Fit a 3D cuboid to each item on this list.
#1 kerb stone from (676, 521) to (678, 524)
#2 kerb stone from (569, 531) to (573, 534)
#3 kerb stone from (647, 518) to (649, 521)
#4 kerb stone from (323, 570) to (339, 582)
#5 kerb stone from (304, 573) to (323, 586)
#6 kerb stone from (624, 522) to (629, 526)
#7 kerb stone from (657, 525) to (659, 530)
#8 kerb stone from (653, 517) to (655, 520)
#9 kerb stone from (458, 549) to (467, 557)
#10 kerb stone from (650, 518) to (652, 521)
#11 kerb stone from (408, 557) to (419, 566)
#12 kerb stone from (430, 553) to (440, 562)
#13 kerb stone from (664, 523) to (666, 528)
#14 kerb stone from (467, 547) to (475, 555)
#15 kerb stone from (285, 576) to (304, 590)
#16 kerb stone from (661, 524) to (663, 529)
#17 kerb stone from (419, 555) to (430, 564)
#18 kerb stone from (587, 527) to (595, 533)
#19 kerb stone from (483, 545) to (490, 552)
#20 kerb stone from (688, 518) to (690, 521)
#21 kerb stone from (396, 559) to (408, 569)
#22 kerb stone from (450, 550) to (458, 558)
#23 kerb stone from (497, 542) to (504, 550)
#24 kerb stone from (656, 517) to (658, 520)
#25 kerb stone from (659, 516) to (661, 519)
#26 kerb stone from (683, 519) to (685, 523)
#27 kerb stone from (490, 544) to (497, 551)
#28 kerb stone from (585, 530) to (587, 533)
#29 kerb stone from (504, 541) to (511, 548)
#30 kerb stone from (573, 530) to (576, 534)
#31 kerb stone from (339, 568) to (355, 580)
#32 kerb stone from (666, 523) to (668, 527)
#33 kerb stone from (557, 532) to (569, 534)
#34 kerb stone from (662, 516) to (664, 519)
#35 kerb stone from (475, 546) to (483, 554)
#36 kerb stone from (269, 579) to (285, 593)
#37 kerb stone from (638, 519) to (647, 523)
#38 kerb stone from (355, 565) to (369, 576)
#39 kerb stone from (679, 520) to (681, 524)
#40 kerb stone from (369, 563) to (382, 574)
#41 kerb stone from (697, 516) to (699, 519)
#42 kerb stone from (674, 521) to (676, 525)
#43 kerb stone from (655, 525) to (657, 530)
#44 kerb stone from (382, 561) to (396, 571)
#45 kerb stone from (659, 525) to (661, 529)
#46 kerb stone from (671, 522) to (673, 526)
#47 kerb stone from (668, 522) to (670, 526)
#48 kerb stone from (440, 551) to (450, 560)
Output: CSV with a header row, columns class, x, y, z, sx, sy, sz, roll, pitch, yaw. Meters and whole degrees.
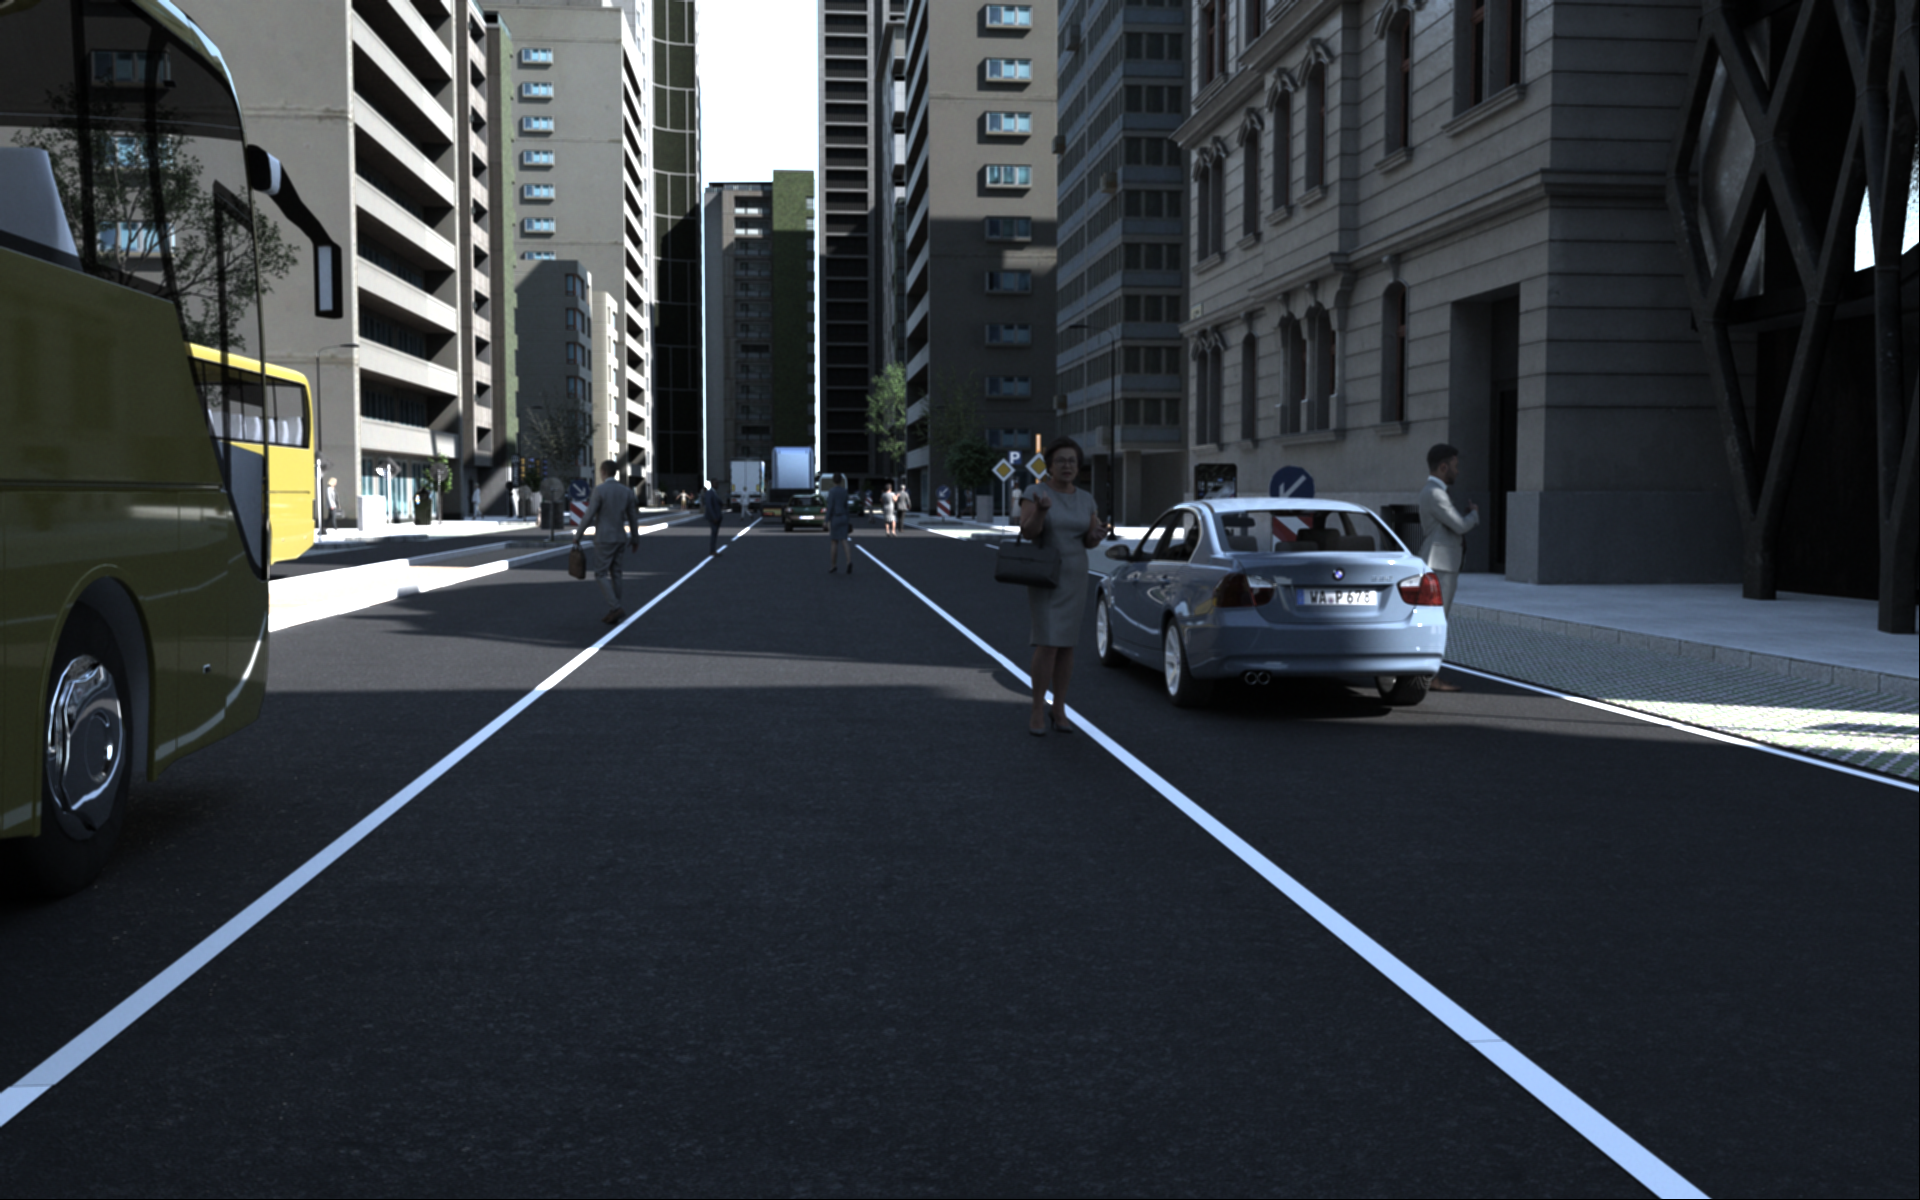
class,x,y,z,sx,sy,sz,roll,pitch,yaw
kerb stone,-13.234,-3.529,79.924,0.120,0.150,1.000,0,4,-6
kerb stone,-13.243,-2.208,58.297,0.120,0.150,1.000,0,4,-6
kerb stone,-16.218,-4.081,88.912,0.120,0.150,1.000,0,4,-6
kerb stone,-10.331,-0.361,28.148,0.120,0.150,1.000,0,4,-6
kerb stone,-10.222,-0.300,27.125,0.120,0.150,1.000,0,4,-6
kerb stone,-15.434,-3.577,80.748,0.120,0.150,1.000,0,4,-6
kerb stone,-12.143,-2.843,68.686,0.120,0.150,1.000,0,4,-6
kerb stone,-16.616,-4.330,92.995,0.120,0.150,1.000,0,4,-6
kerb stone,-11.417,-1.051,39.375,0.120,0.150,1.000,0,4,-6
kerb stone,-16.412,-4.198,90.951,0.120,0.150,1.000,0,4,-6
kerb stone,-10.927,-0.734,34.263,0.120,0.150,1.000,0,4,-6
kerb stone,-11.124,-0.863,36.309,0.120,0.150,1.000,0,4,-6
kerb stone,-12.545,-3.091,72.769,0.120,0.150,1.000,0,4,-6
kerb stone,-11.513,-1.113,40.393,0.120,0.150,1.000,0,4,-6
kerb stone,-10.128,-0.236,26.108,0.120,0.150,1.000,0,4,-6
kerb stone,-12.346,-2.968,70.723,0.120,0.150,1.000,0,4,-6
kerb stone,-11.020,-0.801,35.286,0.120,0.150,1.000,0,4,-6
kerb stone,-13.944,-2.645,65.440,0.120,0.150,1.000,0,4,-6
kerb stone,-11.715,-1.238,42.433,0.120,0.150,1.000,0,4,-6
kerb stone,-14.129,-4.093,89.110,0.120,0.150,1.000,0,4,-6
kerb stone,-10.818,-0.676,33.245,0.120,0.150,1.000,0,4,-6
kerb stone,-11.325,-0.988,38.355,0.120,0.150,1.000,0,4,-6
kerb stone,-11.915,-1.362,44.471,0.120,0.150,1.000,0,4,-6
kerb stone,-16.816,-4.456,95.047,0.120,0.150,1.000,0,4,-6
kerb stone,-17.013,-4.580,97.082,0.120,0.150,1.000,0,4,-6
kerb stone,-13.733,-3.834,85.036,0.120,0.150,1.000,0,4,-6
kerb stone,-11.818,-1.300,43.454,0.120,0.150,1.000,0,4,-6
kerb stone,-13.644,-2.458,62.384,0.120,0.150,1.000,0,4,-6
kerb stone,-12.012,-1.424,45.492,0.120,0.150,1.000,0,4,-6
kerb stone,-13.345,-2.268,59.314,0.120,0.150,1.000,0,4,-6
kerb stone,-10.421,-0.425,29.165,0.120,0.150,1.000,0,4,-6
kerb stone,-12.639,-3.156,73.804,0.120,0.150,1.000,0,4,-6
kerb stone,-13.151,-2.145,57.277,0.120,0.150,1.000,0,4,-6
kerb stone,-17.201,-4.705,99.118,0.120,0.150,1.000,0,4,-6
kerb stone,-11.620,-1.175,41.409,0.120,0.150,1.000,0,4,-6
kerb stone,-10.027,-0.176,25.091,0.120,0.150,1.000,0,4,-6
kerb stone,-16.117,-4.018,87.895,0.120,0.150,1.000,0,4,-6
kerb stone,-10.523,-0.483,30.183,0.120,0.150,1.000,0,4,-6
kerb stone,-13.437,-3.656,81.977,0.120,0.150,1.000,0,4,-6
kerb stone,-10.636,-0.549,31.210,0.120,0.150,1.000,0,4,-6
kerb stone,-14.915,-4.592,97.272,0.120,0.150,1.000,0,4,-6
kerb stone,-13.145,-3.466,78.901,0.120,0.150,1.000,0,4,-6
kerb stone,-12.054,-2.781,67.664,0.120,0.150,1.000,0,4,-6
kerb stone,-10.724,-0.614,32.228,0.120,0.150,1.000,0,4,-6
kerb stone,-12.246,-2.905,69.706,0.120,0.150,1.000,0,4,-6
kerb stone,-12.944,-3.344,76.866,0.120,0.150,1.000,0,4,-6
kerb stone,-12.742,-3.218,74.825,0.120,0.150,1.000,0,4,-6
kerb stone,-11.216,-0.925,37.327,0.120,0.150,1.000,0,4,-6
